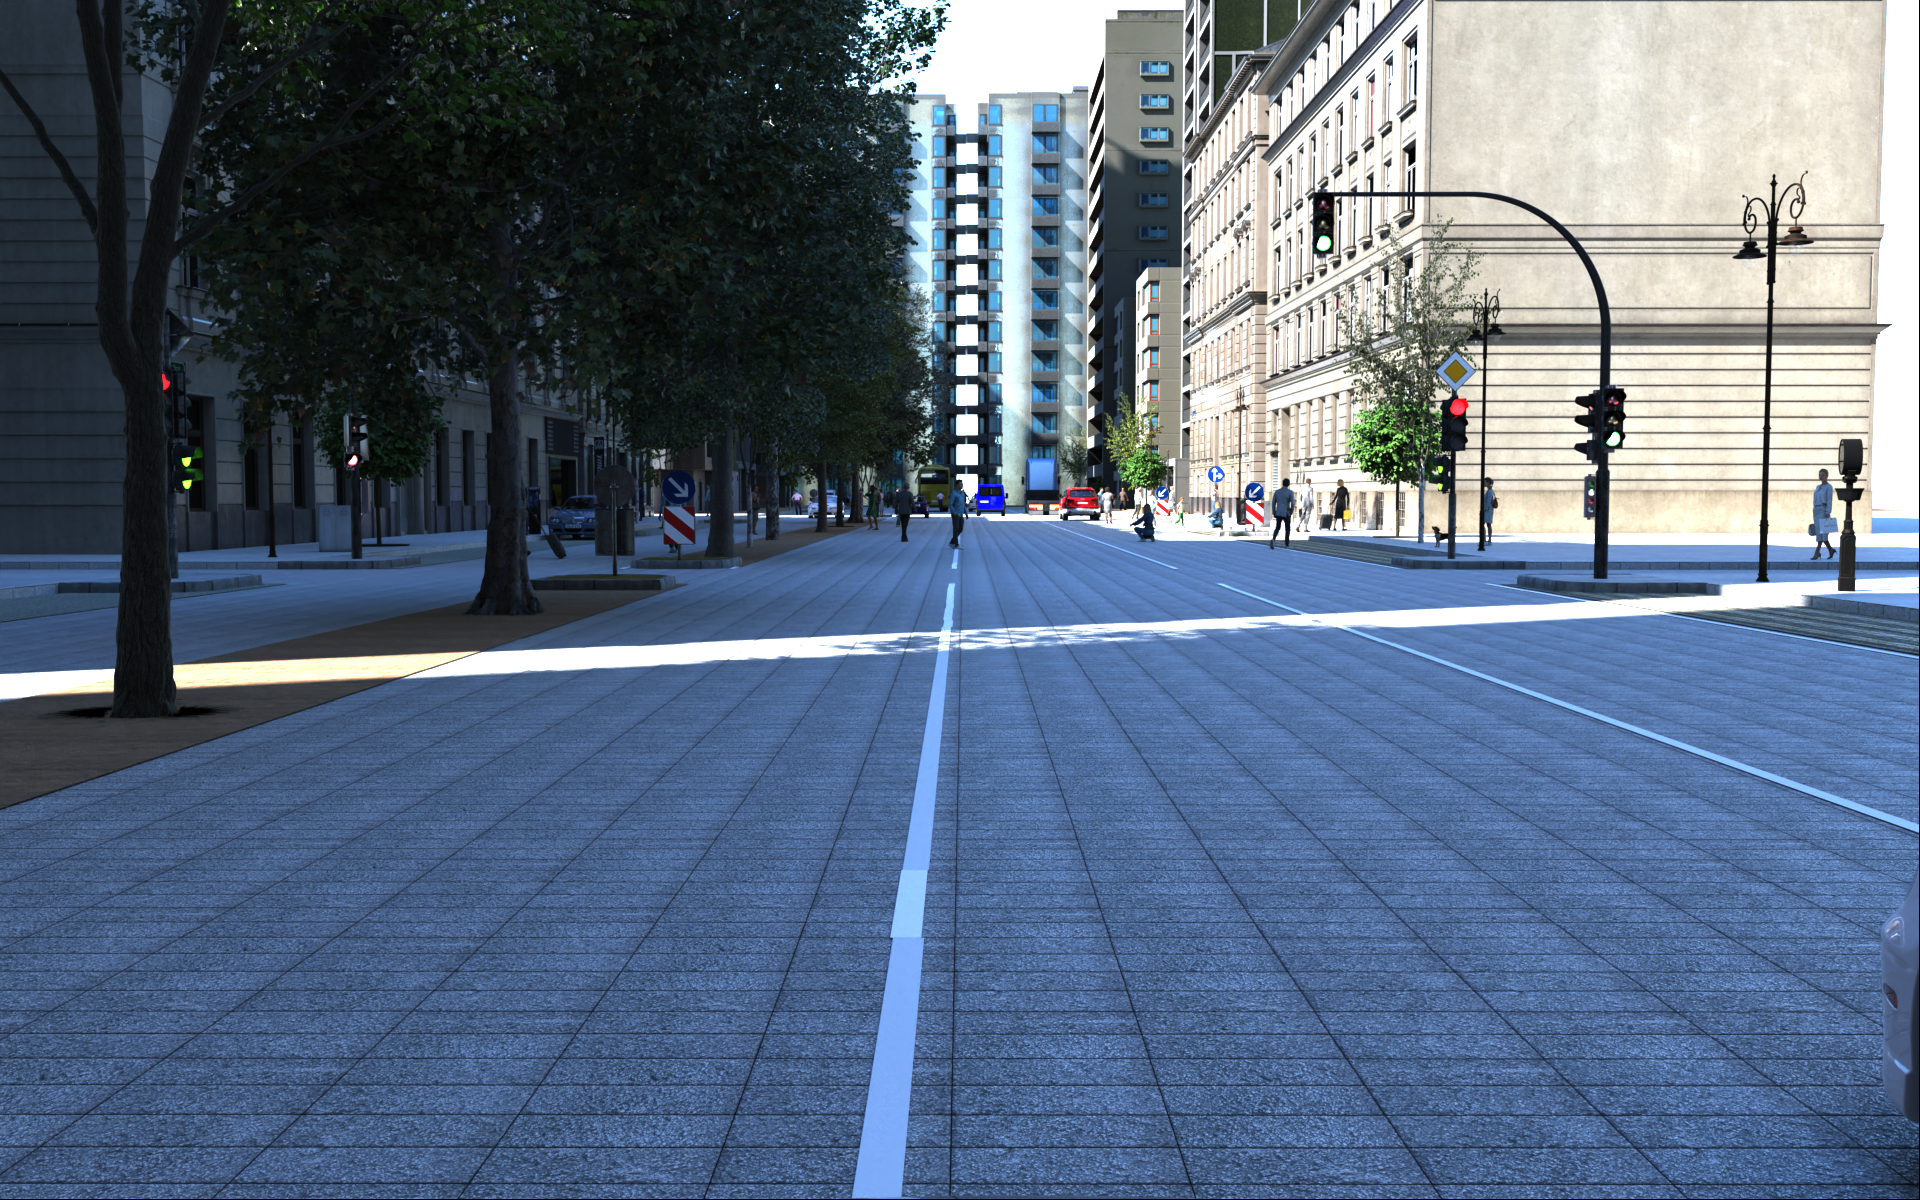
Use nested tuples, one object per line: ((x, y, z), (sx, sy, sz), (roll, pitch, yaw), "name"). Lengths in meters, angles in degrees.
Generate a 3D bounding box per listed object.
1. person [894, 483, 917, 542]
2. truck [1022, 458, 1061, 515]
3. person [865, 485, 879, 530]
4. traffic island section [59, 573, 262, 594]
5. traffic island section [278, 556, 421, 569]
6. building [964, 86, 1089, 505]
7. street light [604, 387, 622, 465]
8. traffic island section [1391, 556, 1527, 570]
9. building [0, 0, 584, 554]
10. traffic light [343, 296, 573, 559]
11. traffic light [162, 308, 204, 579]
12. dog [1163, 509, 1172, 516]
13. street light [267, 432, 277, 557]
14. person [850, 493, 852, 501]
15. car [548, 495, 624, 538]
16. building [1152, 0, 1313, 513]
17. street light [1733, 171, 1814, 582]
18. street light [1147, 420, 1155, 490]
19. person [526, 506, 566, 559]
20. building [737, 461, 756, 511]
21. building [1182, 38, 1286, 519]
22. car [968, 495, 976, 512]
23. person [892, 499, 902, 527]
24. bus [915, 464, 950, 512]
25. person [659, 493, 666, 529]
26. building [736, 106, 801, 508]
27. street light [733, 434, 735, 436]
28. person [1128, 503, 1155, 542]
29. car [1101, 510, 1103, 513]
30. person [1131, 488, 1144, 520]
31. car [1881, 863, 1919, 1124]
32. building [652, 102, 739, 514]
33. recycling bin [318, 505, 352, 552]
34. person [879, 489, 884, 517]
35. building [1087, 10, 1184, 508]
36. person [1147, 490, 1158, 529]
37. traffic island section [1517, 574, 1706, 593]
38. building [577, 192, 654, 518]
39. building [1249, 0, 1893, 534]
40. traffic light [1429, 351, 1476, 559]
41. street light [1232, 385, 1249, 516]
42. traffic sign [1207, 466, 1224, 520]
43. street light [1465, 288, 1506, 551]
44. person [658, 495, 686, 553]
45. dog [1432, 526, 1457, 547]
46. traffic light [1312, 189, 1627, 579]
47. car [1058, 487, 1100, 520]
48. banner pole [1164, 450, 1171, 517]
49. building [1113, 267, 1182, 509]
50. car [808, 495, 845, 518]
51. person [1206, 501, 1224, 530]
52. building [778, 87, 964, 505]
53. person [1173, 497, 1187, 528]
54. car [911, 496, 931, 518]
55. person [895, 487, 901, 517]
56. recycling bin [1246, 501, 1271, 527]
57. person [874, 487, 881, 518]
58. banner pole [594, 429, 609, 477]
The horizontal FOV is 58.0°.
((-1.621, -2.655, 52.311), (0.661, 1.777, 0.834), (1, 4, 18), "person")
((5.995, -8.257, 124.755), (2.967, 4.110, 18.799), (0, 4, 2), "truck")
((-3.479, -3.693, 69.129), (0.529, 1.795, 0.600), (-2, 4, -24), "person")
((-11.997, -0.250, 26.375), (2.009, 0.180, 2.903), (0, 3, 0), "traffic island section")
((-11.982, -0.739, 34.360), (2.009, 0.180, 2.903), (0, 3, 0), "traffic island section")
((15.979, -35.871, 206.105), (30.456, 49.044, 23.786), (0, 3, 0), "building")
((-13.954, -5.935, 69.823), (0.468, 5.910, 1.993), (0, 3, 0), "street light")
((9.759, -0.736, 34.314), (2.009, 0.180, 2.903), (0, 3, 0), "traffic island section")
((-24.937, -17.179, 57.293), (17.030, 29.872, 44.131), (0, 3, 0), "building")
((-9.850, -3.645, 34.257), (4.771, 5.953, 1.251), (0, 3, 0), "traffic light")
((-11.957, -2.283, 26.240), (0.839, 4.253, 0.868), (0, 3, 0), "traffic light")
((12.072, -5.112, 101.318), (0.748, 0.427, 0.550), (0, 4, -1), "dog")
((-13.985, -3.809, 35.059), (0.468, 5.910, 1.993), (0, 3, 0), "street light")
((-6.069, -5.521, 98.787), (0.620, 1.820, 0.660), (2, 4, 27), "person")
((-11.823, -2.648, 55.305), (2.014, 1.417, 4.499), (0, 4, 1), "car")
((24.847, -41.721, 120.385), (20.563, 71.187, 20.611), (0, 3, 0), "building")
((11.760, -3.205, 25.197), (0.468, 5.910, 1.993), (0, 3, 0), "street light")
((11.991, -8.307, 108.602), (0.468, 5.910, 1.993), (0, 3, 0), "street light")
((-9.486, -1.799, 38.137), (1.509, 1.804, 0.699), (0, 4, -5), "person")
((-26.657, -42.499, 133.116), (20.563, 71.187, 20.611), (0, 3, 0), "building")
((20.023, -18.296, 96.401), (12.463, 27.353, 25.104), (0, 3, 0), "building")
((1.675, -7.936, 142.120), (2.083, 1.381, 4.827), (0, 4, 2), "car")
((-2.644, -3.919, 75.170), (0.523, 1.515, 0.503), (-2, 4, -31), "person")
((-2.226, -9.299, 143.584), (2.896, 3.916, 12.252), (0, 4, -2), "bus")
((-12.033, -3.837, 71.337), (0.850, 1.850, 0.679), (2, 4, 27), "person")
((-27.902, -29.047, 166.801), (23.993, 40.220, 32.217), (0, 3, 0), "building")
((-13.828, -8.041, 104.262), (0.468, 5.910, 1.993), (0, 3, 0), "street light")
((5.448, -2.317, 51.886), (0.738, 1.151, 1.012), (3, 5, 45), "person")
((9.703, -7.150, 128.905), (2.014, 1.417, 4.499), (0, 4, 1), "car")
((9.882, -5.309, 95.789), (0.515, 1.767, 0.782), (-2, 4, -33), "person")
((2.794, 0.656, 1.634), (2.083, 1.381, 4.827), (0, 4, 1), "car")
((-22.894, -21.086, 116.460), (14.160, 30.474, 14.107), (0, 3, 0), "building")
((-13.899, -1.598, 38.678), (0.722, 1.027, 0.722), (-1, 4, -13), "recycling bin")
((-4.976, -6.036, 107.761), (0.524, 1.755, 0.480), (3, 4, 38), "person")
((24.066, -33.499, 171.412), (21.300, 48.544, 21.600), (0, 3, 0), "building")
((7.956, -3.778, 72.083), (0.330, 1.601, 0.589), (-2, 4, -28), "person")
((9.744, -0.248, 26.329), (2.009, 0.180, 2.903), (0, 3, 0), "traffic island section")
((-22.047, -14.651, 88.699), (9.793, 20.994, 18.267), (0, 3, 0), "building")
((21.968, -14.416, 68.993), (16.112, 22.955, 30.059), (0, 3, 0), "building")
((9.719, -2.769, 34.200), (0.839, 4.253, 0.868), (0, 3, 0), "traffic light")
((11.861, -6.152, 73.378), (0.468, 5.910, 1.993), (0, 3, 0), "street light")
((11.642, -4.816, 78.852), (0.768, 2.556, 0.104), (0, 4, 5), "traffic sign")
((11.808, -4.052, 39.041), (0.468, 5.910, 1.993), (0, 3, 0), "street light")
((-6.999, -2.065, 42.277), (0.660, 1.820, 0.620), (-2, 4, -33), "person")
((11.664, -1.522, 41.718), (0.406, 0.507, 0.540), (3, 5, 42), "dog")
((7.612, -3.144, 26.078), (4.771, 5.953, 1.251), (0, 3, 0), "traffic light")
((6.591, -5.320, 95.653), (2.281, 1.827, 5.304), (0, 3, 0), "car")
((11.791, -6.615, 98.172), (0.401, 3.779, 0.863), (1, 4, 8), "banner pole")
((28.129, -18.446, 146.631), (27.650, 21.520, 28.899), (0, 3, 0), "building")
((-7.967, -5.579, 103.571), (2.083, 1.381, 4.827), (0, 4, 2), "car")
((10.072, -3.344, 68.671), (0.738, 1.151, 1.012), (3, 4, 37), "person")
((-14.475, -35.903, 206.620), (30.456, 49.044, 23.786), (0, 3, 0), "building")
((9.288, -3.694, 73.153), (0.590, 1.304, 0.306), (2, 4, 25), "person")
((-2.714, -5.576, 103.746), (1.945, 1.354, 3.894), (0, 4, 0), "car")
((-3.822, -6.175, 108.818), (0.474, 1.900, 0.648), (-2, 4, -35), "person")
((11.652, -3.370, 67.647), (0.722, 1.027, 0.722), (3, 5, 44), "recycling bin")
((-5.072, -5.895, 104.798), (0.656, 1.842, 0.836), (0, 4, 6), "person")
((-13.715, -4.681, 66.552), (0.863, 3.779, 0.401), (2, 4, 24), "banner pole")
